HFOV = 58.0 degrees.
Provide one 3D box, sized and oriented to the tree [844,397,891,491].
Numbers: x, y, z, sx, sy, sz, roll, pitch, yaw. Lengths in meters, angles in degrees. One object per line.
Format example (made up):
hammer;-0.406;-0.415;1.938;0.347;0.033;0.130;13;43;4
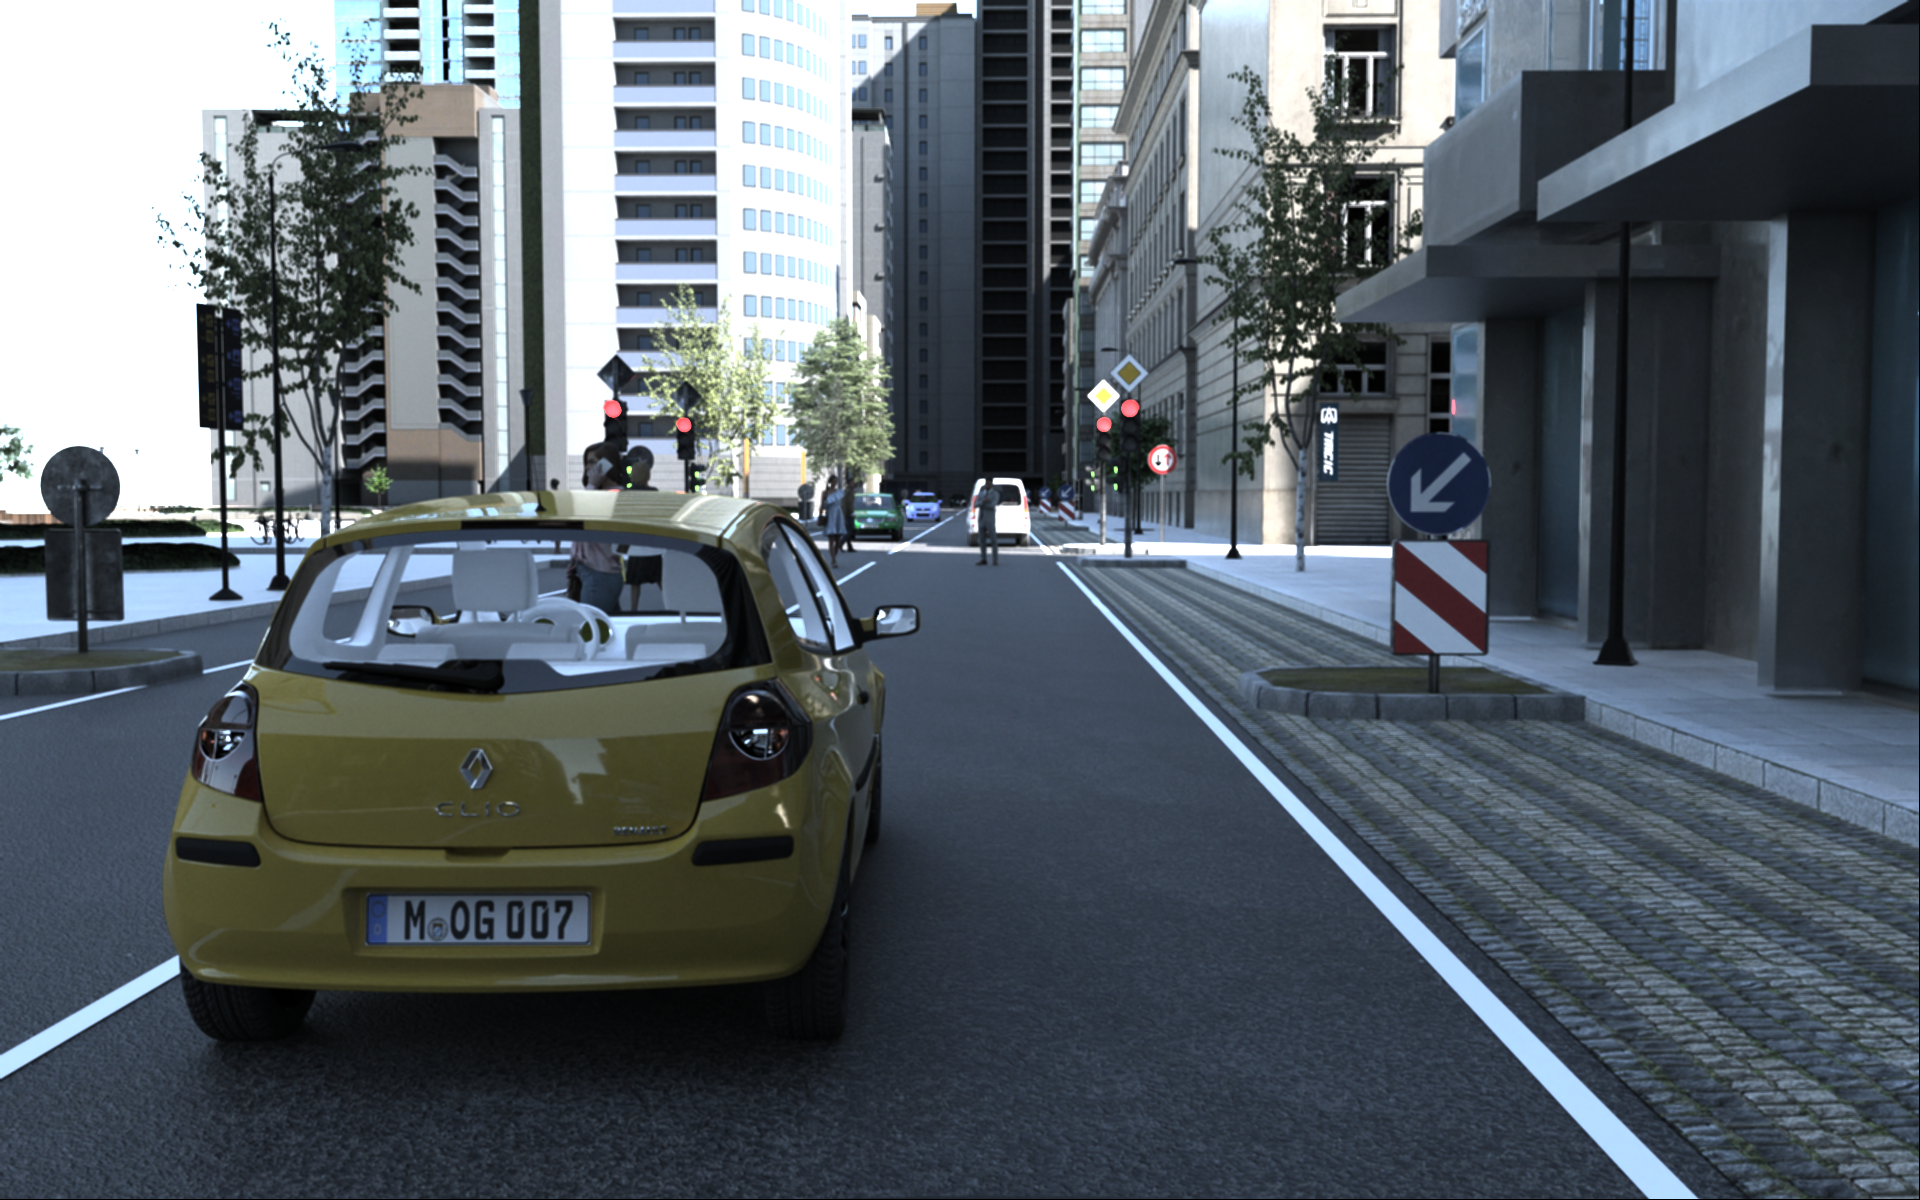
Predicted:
tree;-7.169;-10.947;129.344;4.737;8.622;4.395;0;3;0

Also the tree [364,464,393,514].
tree;-36.944;-7.061;110.055;1.663;3.219;1.824;0;3;0

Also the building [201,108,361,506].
building;-71.449;-30.775;186.770;14.086;41.232;14.154;0;4;1

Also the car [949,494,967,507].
car;-0.225;-11.184;192.637;2.009;1.686;4.222;0;4;1

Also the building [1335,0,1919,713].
building;15.559;-23.748;7.895;23.786;49.044;30.456;0;4;1

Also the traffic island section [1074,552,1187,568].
traffic island section;3.400;-0.767;34.829;2.009;0.180;2.903;0;4;1

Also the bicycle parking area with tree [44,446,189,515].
bicycle parking area with tree;-51.268;-7.285;106.112;9.016;4.147;8.231;1;4;9

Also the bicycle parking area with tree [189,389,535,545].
bicycle parking area with tree;-14.462;-3.683;47.227;8.231;4.147;9.016;1;4;11

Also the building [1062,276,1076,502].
building;23.160;-18.481;147.203;27.650;21.520;28.899;0;4;1

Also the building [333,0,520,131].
building;-62.884;-55.059;212.887;31.000;86.520;22.319;0;4;1

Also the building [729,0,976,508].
building;-12.112;-40.977;211.975;28.212;58.520;21.231;0;4;1

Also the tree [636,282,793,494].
tree;-8.916;-6.682;59.608;4.737;8.622;4.395;0;3;0

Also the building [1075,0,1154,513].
building;15.284;-26.975;124.637;14.154;41.232;14.086;0;4;1

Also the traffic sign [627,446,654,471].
traffic sign;-8.415;-2.777;45.505;0.768;2.556;0.104;1;4;9

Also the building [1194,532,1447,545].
building;21.900;-13.225;49.511;30.059;22.955;16.112;0;4;1

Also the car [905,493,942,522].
car;-1.873;-4.938;90.322;1.945;1.707;3.694;0;4;1

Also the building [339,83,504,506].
building;-56.835;-32.806;186.486;14.200;45.320;14.600;0;4;1

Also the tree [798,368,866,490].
tree;-7.685;-9.275;102.001;4.360;8.622;3.978;0;3;0

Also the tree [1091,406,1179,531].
tree;6.109;-4.732;61.088;4.285;4.588;4.351;0;3;0

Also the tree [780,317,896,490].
tree;-7.960;-11.839;111.688;7.486;12.596;7.792;0;3;0

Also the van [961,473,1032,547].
van;1.040;-2.528;48.347;2.013;2.044;4.112;0;4;-1

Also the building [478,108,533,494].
building;-42.691;-30.759;186.502;14.086;41.232;14.154;0;4;1

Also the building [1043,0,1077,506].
building;20.143;-52.758;175.263;22.319;86.520;31.000;0;4;1

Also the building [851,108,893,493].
building;-14.314;-30.734;186.091;14.086;41.232;14.154;0;4;1

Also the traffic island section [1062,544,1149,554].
traffic island section;3.549;-1.256;42.812;2.009;0.180;2.903;0;4;1

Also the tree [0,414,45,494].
tree;-62.800;-8.362;99.625;11.467;7.101;20.602;0;4;5

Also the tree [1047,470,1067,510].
tree;7.710;-8.823;138.861;1.663;3.219;1.824;0;3;0

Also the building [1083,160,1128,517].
building;14.790;-16.141;105.699;13.314;21.916;24.055;0;4;1

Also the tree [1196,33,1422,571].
tree;5.772;-4.797;28.786;4.737;8.622;4.395;0;3;0

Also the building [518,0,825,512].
building;-19.912;-36.101;132.254;21.231;58.520;28.212;0;4;1

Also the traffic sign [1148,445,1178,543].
traffic sign;5.262;-2.745;44.994;0.768;2.556;0.104;1;4;9

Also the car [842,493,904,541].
car;-2.701;-2.757;53.881;1.959;1.807;4.718;0;4;0

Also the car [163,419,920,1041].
car;-1.151;0.260;5.972;2.015;1.641;3.980;0;4;-1

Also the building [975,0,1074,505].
building;12.290;-47.255;210.863;20.611;71.187;20.563;0;4;1

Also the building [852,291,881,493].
building;-22.171;-19.382;161.932;27.650;21.520;28.899;0;4;1

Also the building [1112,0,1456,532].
building;15.877;-14.956;77.807;16.112;22.955;30.059;0;4;1

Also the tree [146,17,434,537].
tree;-9.996;-4.674;26.782;4.737;8.622;4.395;0;3;0
